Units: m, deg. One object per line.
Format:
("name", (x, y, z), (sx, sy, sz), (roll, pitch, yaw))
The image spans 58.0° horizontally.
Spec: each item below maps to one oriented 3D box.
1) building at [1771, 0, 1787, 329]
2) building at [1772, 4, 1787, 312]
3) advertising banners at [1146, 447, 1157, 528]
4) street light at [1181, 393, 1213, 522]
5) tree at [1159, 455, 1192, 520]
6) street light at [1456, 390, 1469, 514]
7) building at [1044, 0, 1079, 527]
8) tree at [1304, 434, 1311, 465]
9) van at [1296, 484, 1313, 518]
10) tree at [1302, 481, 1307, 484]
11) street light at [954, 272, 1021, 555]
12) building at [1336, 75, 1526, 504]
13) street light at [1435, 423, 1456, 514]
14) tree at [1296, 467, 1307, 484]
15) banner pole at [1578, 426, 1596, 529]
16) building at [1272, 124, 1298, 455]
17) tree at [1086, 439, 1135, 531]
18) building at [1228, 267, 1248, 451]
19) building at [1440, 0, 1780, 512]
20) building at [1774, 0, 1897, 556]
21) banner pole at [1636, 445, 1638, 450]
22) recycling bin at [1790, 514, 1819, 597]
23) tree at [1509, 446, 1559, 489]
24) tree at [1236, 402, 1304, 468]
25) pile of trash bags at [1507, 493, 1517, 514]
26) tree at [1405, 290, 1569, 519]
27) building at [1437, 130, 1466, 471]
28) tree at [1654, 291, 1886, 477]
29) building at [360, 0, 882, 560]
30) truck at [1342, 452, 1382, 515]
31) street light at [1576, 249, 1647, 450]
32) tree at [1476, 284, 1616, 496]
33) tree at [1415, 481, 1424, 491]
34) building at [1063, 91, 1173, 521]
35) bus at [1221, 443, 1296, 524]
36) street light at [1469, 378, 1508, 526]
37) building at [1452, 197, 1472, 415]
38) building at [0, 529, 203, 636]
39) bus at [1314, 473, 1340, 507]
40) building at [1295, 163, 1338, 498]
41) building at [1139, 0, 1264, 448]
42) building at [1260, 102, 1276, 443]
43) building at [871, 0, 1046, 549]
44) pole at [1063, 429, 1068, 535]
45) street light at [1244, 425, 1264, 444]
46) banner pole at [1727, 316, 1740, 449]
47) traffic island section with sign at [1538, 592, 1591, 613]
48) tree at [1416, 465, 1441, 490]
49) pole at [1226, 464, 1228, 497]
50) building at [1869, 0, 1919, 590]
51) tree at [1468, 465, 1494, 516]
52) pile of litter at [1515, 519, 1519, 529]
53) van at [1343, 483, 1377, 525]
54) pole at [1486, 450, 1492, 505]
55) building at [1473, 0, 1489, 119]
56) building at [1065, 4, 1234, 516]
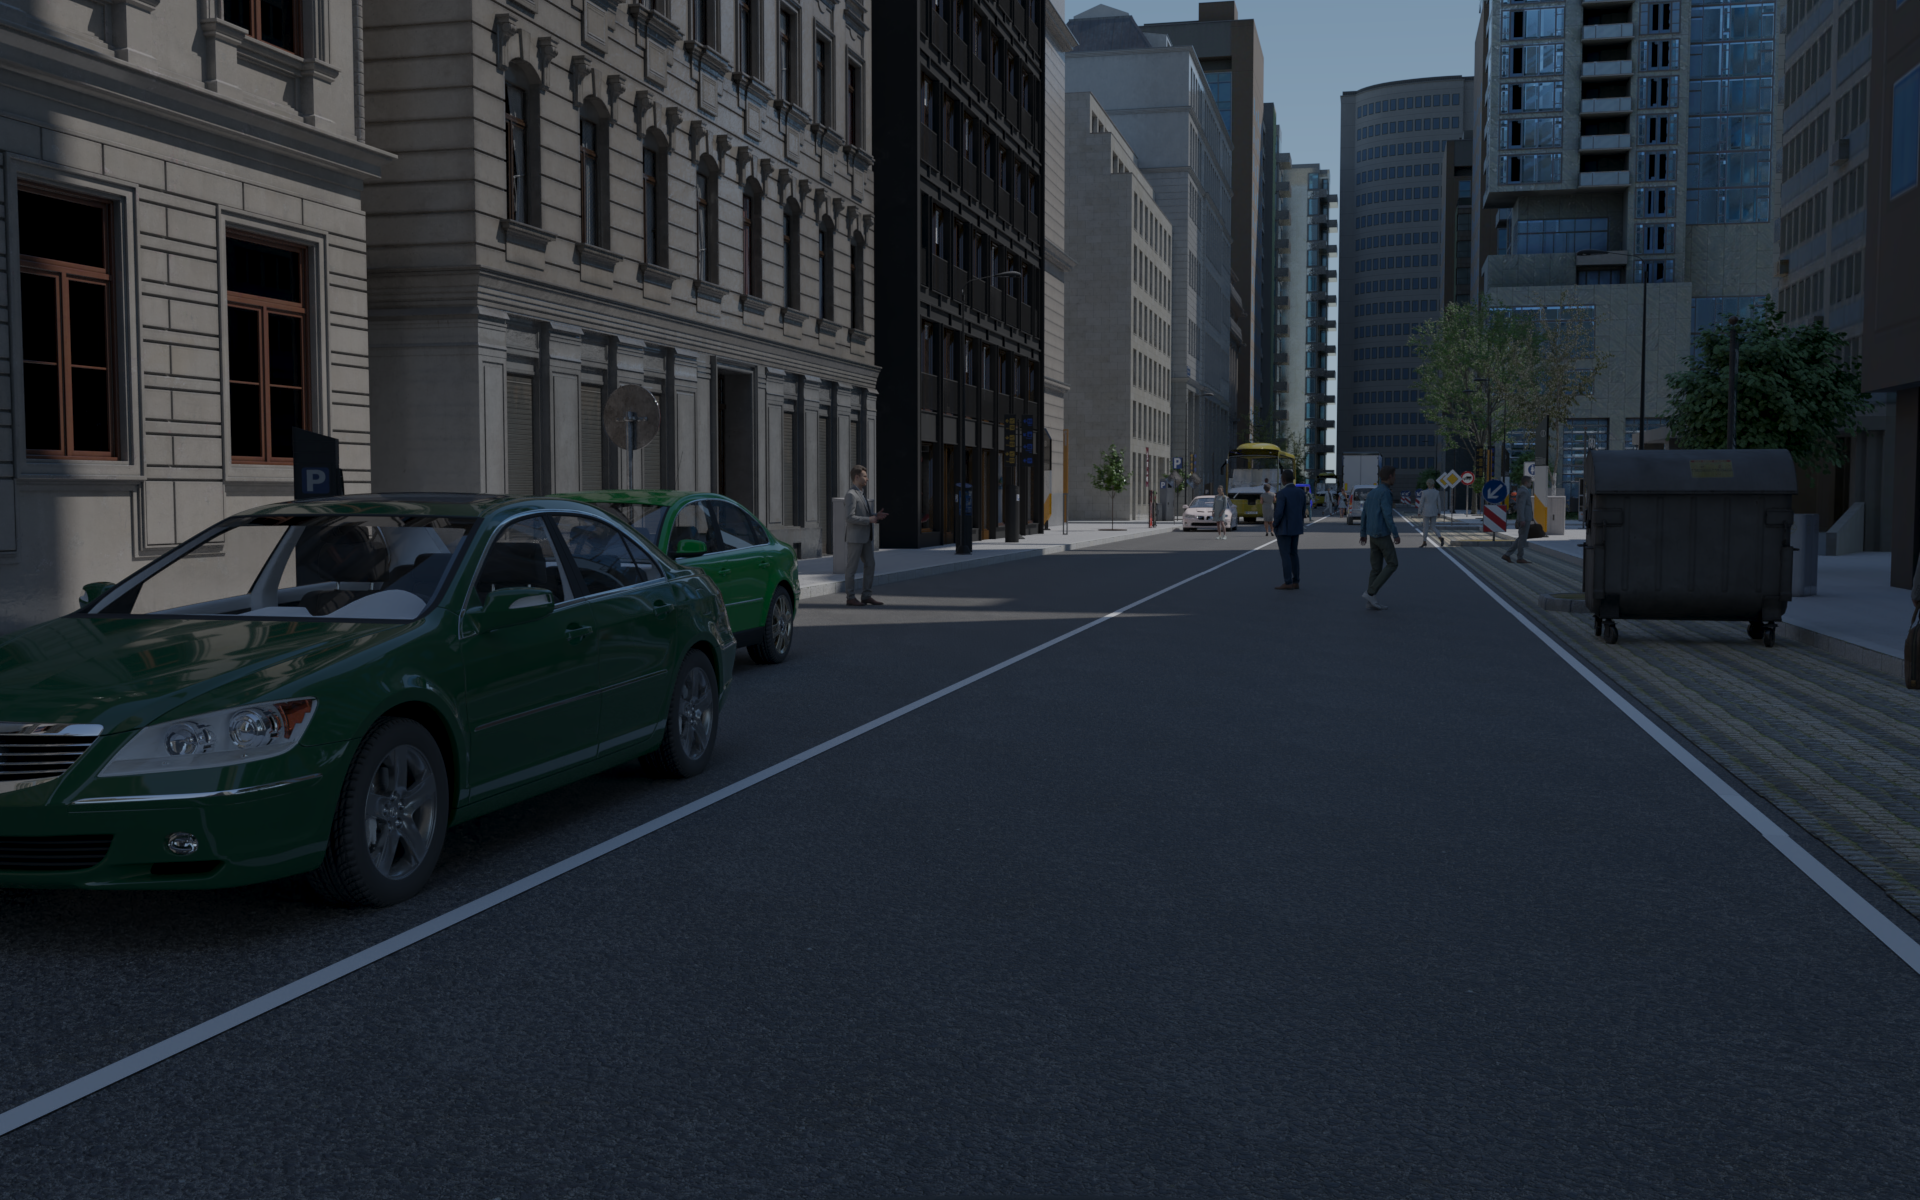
("building", (88.608, -46.805, 203.509), (20.611, 71.187, 20.563), (1, 4, 13))
("building", (56.081, -28.372, 83.493), (30.456, 49.044, 23.786), (1, 4, 13))
("advertising banners", (7.200, -4.227, 65.304), (0.090, 3.025, 2.074), (1, 4, 18))
("street light", (10.989, -6.577, 80.075), (1.470, 5.913, 1.316), (1, 4, 13))
("tree", (10.721, -5.609, 86.308), (1.663, 3.219, 1.824), (0, 3, 0))
("street light", (23.112, -6.410, 77.338), (1.470, 5.913, 1.316), (1, 4, 13))
("building", (-7.864, -17.135, 67.541), (23.554, 28.519, 14.401), (1, 4, 13))
("tree", (37.235, -14.889, 193.799), (4.737, 8.622, 4.395), (0, 3, 0))
("van", (20.080, -6.109, 104.272), (2.240, 2.365, 5.245), (1, 4, 15))
("tree", (43.724, -13.883, 221.581), (1.663, 3.219, 1.824), (0, 3, 0))
("street light", (0.592, -3.907, 36.422), (1.470, 5.913, 1.316), (1, 4, 13))
("building", (67.156, -42.780, 241.457), (28.212, 58.520, 21.231), (1, 4, 13))
("street light", (31.932, -8.640, 113.802), (1.470, 5.913, 1.316), (1, 4, 13))
("tree", (34.666, -12.093, 181.434), (4.285, 4.588, 4.351), (0, 3, 0))
("banner pole", (23.284, -4.535, 64.166), (0.863, 3.779, 0.401), (-2, 4, -34))
("building", (25.583, -36.514, 216.612), (30.456, 49.044, 23.786), (1, 4, 13))
("tree", (5.452, -4.043, 60.710), (1.663, 3.219, 1.824), (0, 3, 0))
("building", (15.758, -18.295, 140.929), (13.314, 21.916, 24.055), (1, 4, 13))
("building", (49.076, -50.030, 130.657), (22.319, 86.520, 31.000), (1, 4, 13))
("building", (33.693, -21.269, 39.622), (32.217, 40.220, 23.993), (1, 4, 13))
("banner pole", (30.415, -5.323, 77.054), (0.401, 3.779, 0.863), (-3, 5, -39))
("recycling bin", (10.434, -0.578, 22.012), (0.722, 1.027, 0.722), (3, 5, 40))
("tree", (38.644, -8.144, 116.867), (4.285, 4.588, 4.351), (0, 3, 0))
("tree", (23.801, -11.327, 135.552), (4.737, 8.622, 4.395), (0, 3, 0))
("pile of trash bags", (33.965, -5.839, 105.227), (1.912, 1.369, 3.447), (0, 4, 4))
("tree", (27.217, -10.020, 89.590), (9.928, 11.665, 9.643), (0, 3, 0))
("building", (66.248, -34.397, 212.503), (14.600, 45.320, 14.200), (1, 4, 13))
("tree", (13.085, -2.718, 28.154), (4.285, 4.588, 4.351), (0, 3, 0))
("building", (-8.466, -11.117, 30.911), (9.793, 20.994, 18.267), (1, 4, 13))
("truck", (28.138, -8.073, 120.908), (2.839, 4.237, 11.283), (1, 4, 15))
("street light", (12.380, -3.690, 32.881), (1.470, 5.913, 1.316), (1, 4, 13))
("tree", (20.601, -6.744, 60.632), (4.360, 8.622, 3.978), (0, 3, 0))
("tree", (56.266, -13.318, 212.351), (1.663, 3.219, 1.824), (0, 3, 0))
("building", (5.032, -14.481, 91.521), (10.420, 20.320, 16.860), (1, 4, 13))
("bus", (15.187, -5.837, 86.990), (2.896, 3.916, 12.252), (1, 4, 15))
("street light", (21.281, -5.931, 69.516), (1.470, 5.913, 1.316), (1, 4, 13))
("building", (55.347, -24.311, 169.189), (14.160, 30.474, 14.107), (1, 4, 13))
("building", (-14.253, -10.745, 11.845), (11.583, 22.565, 21.152), (1, 4, 13))
("bus", (42.855, -12.873, 202.020), (2.896, 3.916, 12.252), (1, 4, 13))
("building", (38.815, -38.569, 250.215), (30.456, 49.044, 23.786), (1, 4, 13))
("building", (20.962, -31.374, 163.079), (14.600, 45.320, 14.200), (1, 4, 13))
("building", (24.669, -30.196, 177.305), (14.154, 41.232, 14.086), (1, 4, 13))
("building", (-5.118, -13.403, 48.825), (12.332, 23.373, 15.834), (1, 4, 13))
("pole", (3.321, -3.710, 54.504), (0.158, 3.312, 0.155), (0, 3, 0))
("street light", (19.759, -8.833, 116.955), (1.470, 5.913, 1.316), (1, 4, 13))
("banner pole", (10.981, -2.117, 24.630), (0.401, 3.779, 0.863), (2, 4, 32))
("traffic island section with sign", (8.241, -0.780, 21.385), (1.989, 1.847, 2.006), (1, 4, 13))
("tree", (53.406, -13.005, 196.347), (4.285, 4.588, 4.351), (0, 3, 0))
("pole", (18.396, -7.673, 119.302), (0.158, 3.312, 0.155), (0, 3, 0))
("building", (17.721, -22.295, 14.632), (14.600, 45.320, 14.200), (1, 4, 13))
("tree", (30.468, -6.524, 101.262), (1.663, 3.219, 1.824), (0, 3, 0))
("pile of litter", (20.885, -3.014, 63.251), (1.719, 0.858, 1.176), (-3, 5, -43))
("van", (19.029, -4.545, 81.325), (2.013, 2.044, 4.112), (1, 4, 11))
("pole", (24.367, -5.254, 79.743), (0.158, 3.312, 0.155), (0, 3, 0))
("building", (53.044, -30.833, 154.234), (14.600, 45.320, 14.200), (1, 4, 13))
("building", (11.109, -20.567, 113.755), (11.434, 29.767, 29.804), (1, 4, 13))
